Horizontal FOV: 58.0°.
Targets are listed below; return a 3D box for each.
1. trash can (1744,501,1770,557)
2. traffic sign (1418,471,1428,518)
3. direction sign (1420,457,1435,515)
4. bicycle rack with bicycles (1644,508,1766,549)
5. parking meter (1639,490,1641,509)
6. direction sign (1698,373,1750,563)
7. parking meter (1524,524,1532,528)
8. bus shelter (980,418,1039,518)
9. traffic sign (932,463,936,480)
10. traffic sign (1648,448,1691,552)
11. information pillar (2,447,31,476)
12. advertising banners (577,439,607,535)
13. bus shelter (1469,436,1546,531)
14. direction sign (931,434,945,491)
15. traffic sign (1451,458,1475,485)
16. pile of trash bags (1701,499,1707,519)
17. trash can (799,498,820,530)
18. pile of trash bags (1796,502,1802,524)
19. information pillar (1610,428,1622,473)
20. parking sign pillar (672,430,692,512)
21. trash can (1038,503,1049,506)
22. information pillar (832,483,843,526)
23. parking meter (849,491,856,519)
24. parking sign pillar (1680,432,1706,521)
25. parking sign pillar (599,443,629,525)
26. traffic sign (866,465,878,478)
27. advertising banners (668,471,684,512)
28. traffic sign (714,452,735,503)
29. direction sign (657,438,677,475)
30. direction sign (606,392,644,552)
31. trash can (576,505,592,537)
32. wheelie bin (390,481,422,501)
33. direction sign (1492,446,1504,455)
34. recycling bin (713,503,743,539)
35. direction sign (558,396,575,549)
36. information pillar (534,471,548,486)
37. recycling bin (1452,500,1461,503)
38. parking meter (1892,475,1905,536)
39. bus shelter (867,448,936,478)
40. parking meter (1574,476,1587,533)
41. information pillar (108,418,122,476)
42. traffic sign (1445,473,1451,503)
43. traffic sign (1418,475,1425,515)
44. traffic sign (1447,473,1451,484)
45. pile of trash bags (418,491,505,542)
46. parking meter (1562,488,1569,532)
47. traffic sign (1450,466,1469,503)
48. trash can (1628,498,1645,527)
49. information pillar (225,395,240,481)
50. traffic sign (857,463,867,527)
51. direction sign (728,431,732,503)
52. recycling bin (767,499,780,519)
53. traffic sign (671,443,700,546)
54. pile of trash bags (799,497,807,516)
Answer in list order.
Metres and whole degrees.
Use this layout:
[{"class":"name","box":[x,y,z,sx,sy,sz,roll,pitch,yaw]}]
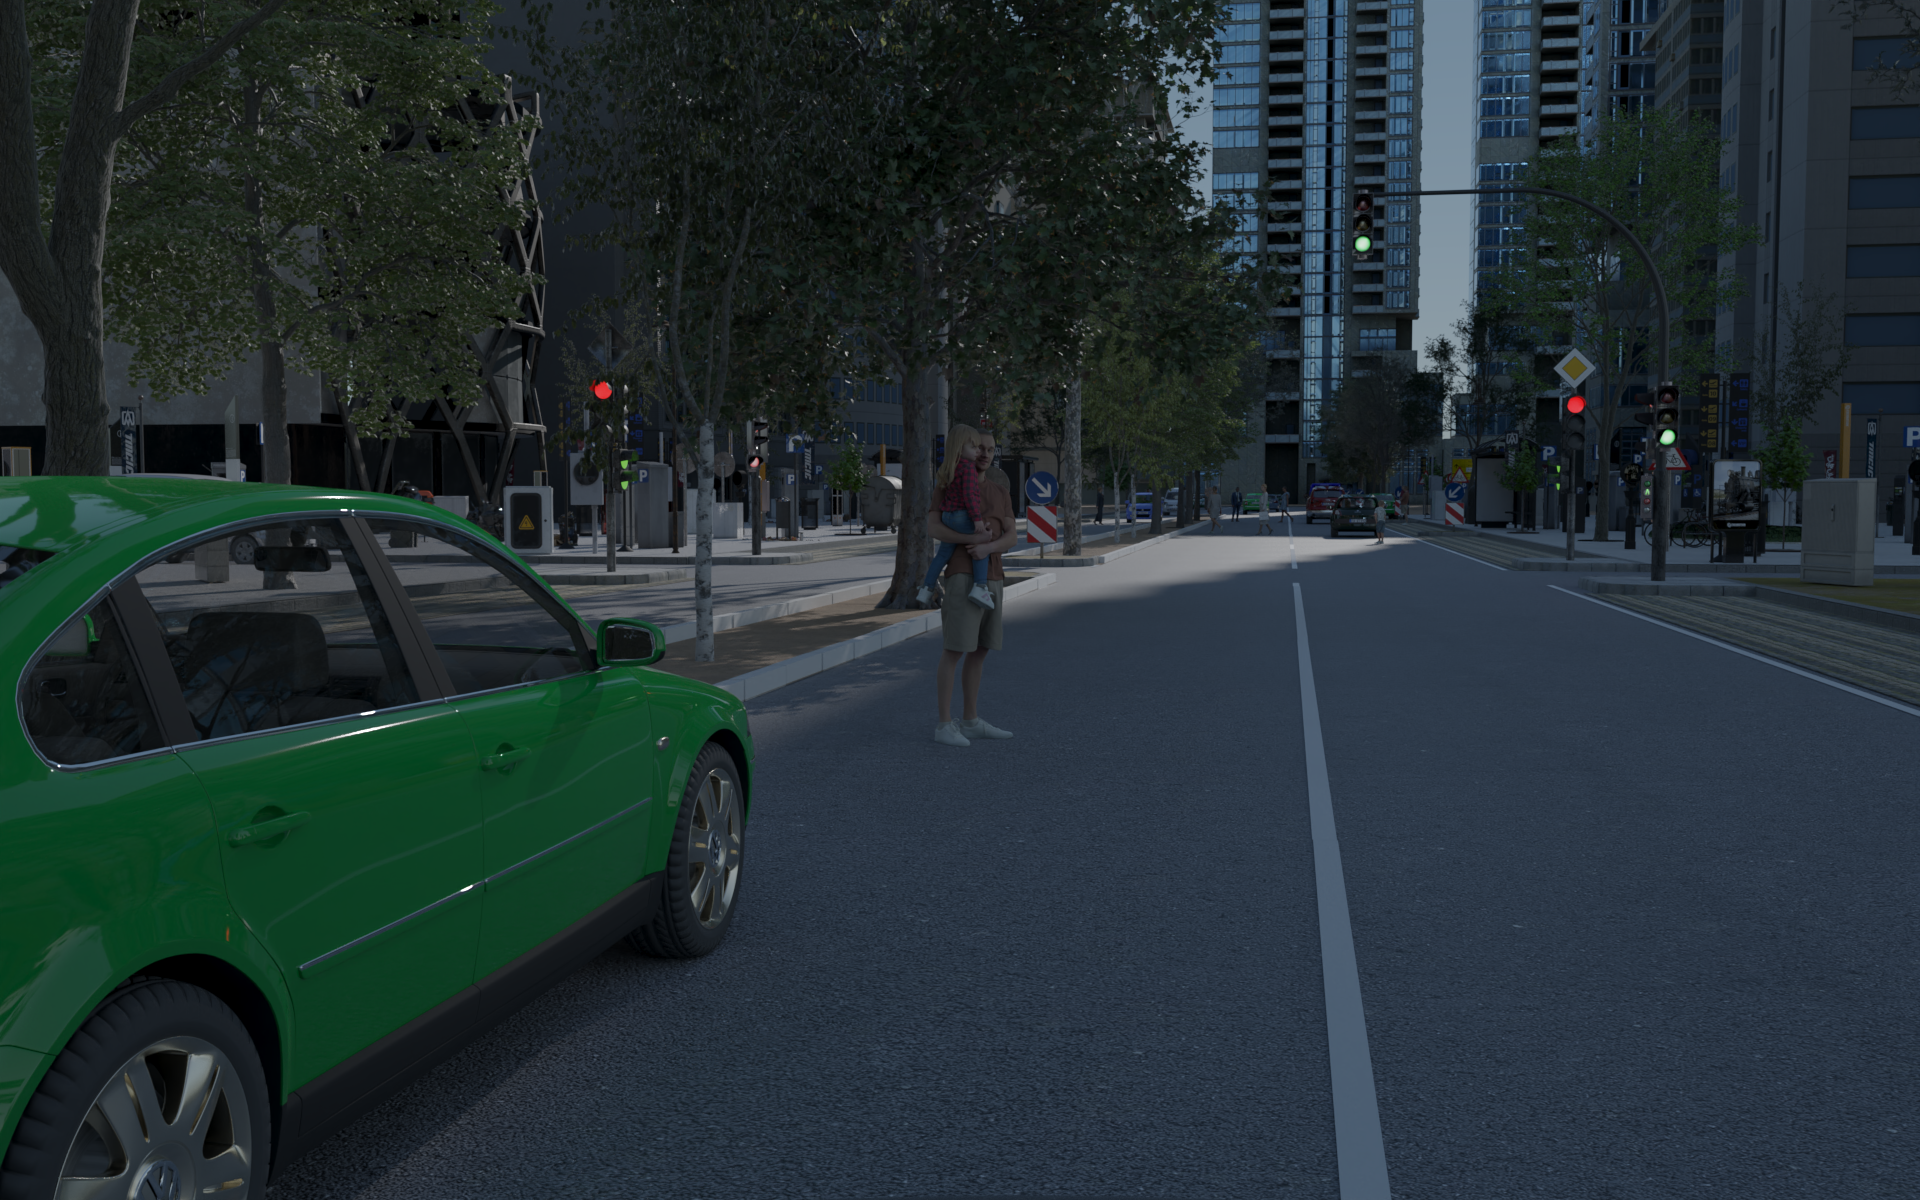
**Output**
[{"class":"trash can","box":[16.246,-1.467,35.632,0.748,1.137,0.748,0,3,0]},{"class":"traffic sign","box":[25.357,-5.769,94.335,0.884,2.594,0.081,1,4,11]},{"class":"direction sign","box":[28.557,-6.961,105.807,0.876,3.537,0.379,0,4,1]},{"class":"bicycle rack with bicycles","box":[18.053,-1.736,41.763,2.925,0.926,2.852,1,4,14]},{"class":"parking meter","box":[40.890,-5.831,103.750,0.372,1.533,0.369,0,3,0]},{"class":"direction sign","box":[14.315,-2.478,32.510,0.876,3.537,0.379,1,4,10]},{"class":"parking meter","box":[21.490,-3.659,65.533,0.255,1.863,0.399,-1,4,-14]},{"class":"bus shelter","box":[2.599,-7.136,94.302,2.179,5.291,8.768,1,4,11]},{"class":"traffic sign","box":[-1.290,-4.217,69.050,0.768,2.556,0.104,1,4,13]},{"class":"traffic sign","box":[15.759,-2.355,38.507,0.884,2.594,0.081,1,4,15]},{"class":"information pillar","box":[-14.789,-1.389,27.200,0.304,2.012,0.304,2,4,35]},{"class":"advertising banners","box":[-11.087,-3.579,54.708,2.074,3.025,0.090,1,4,8]},{"class":"bus shelter","box":[19.736,-4.209,62.739,2.014,3.302,5.546,1,4,11]},{"class":"direction sign","box":[-0.998,-4.521,65.917,0.876,3.537,0.379,1,4,19]},{"class":"traffic sign","box":[28.947,-6.365,97.946,2.265,3.308,0.079,1,4,13]},{"class":"pile of trash bags","box":[35.451,-4.326,80.483,3.447,1.369,1.912,-3,5,-42]},{"class":"trash can","box":[-5.373,-3.075,61.937,0.748,1.137,0.748,0,3,0]},{"class":"pile of trash bags","box":[35.468,-3.898,73.492,1.912,1.369,3.447,3,5,44]},{"class":"information pillar","box":[23.410,-4.312,61.857,0.183,3.616,0.504,-1,4,-22]},{"class":"parking sign pillar","box":[-11.764,-5.189,73.311,1.447,3.967,1.447,1,4,10]},{"class":"trash can","box":[4.614,-5.158,95.991,0.748,1.137,0.748,0,3,0]},{"class":"information pillar","box":[-4.868,-3.929,68.724,0.304,2.012,0.304,3,4,39]},{"class":"parking meter","box":[-5.474,-4.892,88.399,0.372,1.533,0.369,0,3,0]},{"class":"parking sign pillar","box":[31.582,-5.285,74.889,1.447,3.967,1.447,0,4,-4]},{"class":"parking sign pillar","box":[-14.452,-5.155,72.762,1.447,3.967,1.447,0,4,-4]},{"class":"traffic sign","box":[-3.925,-4.562,74.699,0.768,2.556,0.104,1,4,14]},{"class":"advertising banners","box":[-19.657,-7.318,115.835,2.074,3.025,0.090,-1,4,-16]},{"class":"traffic sign","box":[-7.125,-3.179,52.077,0.768,2.556,0.104,1,4,18]},{"class":"direction sign","box":[-11.781,-4.756,69.759,0.876,3.537,0.379,1,4,20]},{"class":"direction sign","box":[-7.463,-2.843,38.481,0.876,3.537,0.379,-1,4,-13]},{"class":"trash can","box":[-11.337,-2.500,52.533,0.748,1.137,0.748,0,3,0]},{"class":"wheelie bin","box":[-13.329,-2.060,41.587,0.693,1.594,0.980,0,4,1]},{"class":"direction sign","box":[25.259,-5.473,81.486,0.876,3.537,0.379,-2,4,-31]},{"class":"recycling bin","box":[-6.727,-2.305,50.247,0.722,1.027,0.722,1,4,9]},{"class":"direction sign","box":[-9.224,-2.967,40.507,0.379,3.537,0.876,-2,4,-31]},{"class":"information pillar","box":[-13.247,-3.075,54.761,0.304,2.012,0.304,2,4,31]},{"class":"recycling bin","box":[29.492,-5.480,102.152,0.722,1.027,0.722,2,4,34]},{"class":"parking meter","box":[28.810,-2.901,53.144,0.255,1.863,0.399,3,4,37]},{"class":"bus shelter","box":[-2.581,-5.191,78.789,2.014,3.302,5.546,1,4,11]},{"class":"parking meter","box":[20.297,-3.117,56.672,0.399,1.863,0.255,1,4,23]},{"class":"information pillar","box":[-24.879,-3.661,51.216,0.183,3.616,0.504,2,4,34]},{"class":"traffic sign","box":[29.684,-6.406,104.838,0.768,2.556,0.104,1,4,13]},{"class":"traffic sign","box":[28.635,-6.533,106.926,0.768,2.556,0.104,1,4,14]},{"class":"traffic sign","box":[28.593,-6.129,100.309,0.768,2.556,0.104,1,4,18]},{"class":"pile of trash bags","box":[-13.093,-2.273,46.921,3.447,1.369,1.912,-2,4,-25]},{"class":"parking meter","box":[20.362,-3.031,57.966,0.372,1.533,0.369,0,3,0]},{"class":"traffic sign","box":[23.380,-4.961,81.120,0.884,2.594,0.081,1,4,11]},{"class":"trash can","box":[26.305,-3.404,67.315,0.748,1.137,0.748,0,3,0]},{"class":"information pillar","box":[-17.234,-3.041,41.081,0.504,3.616,0.183,3,4,37]},{"class":"traffic sign","box":[-4.023,-4.178,68.414,0.768,2.556,0.104,1,4,17]},{"class":"direction sign","box":[-8.050,-4.206,60.757,0.379,3.537,0.876,0,4,0]},{"class":"recycling bin","box":[-9.643,-4.774,90.607,0.722,1.027,0.722,-2,4,-24]},{"class":"traffic sign","box":[-6.761,-2.600,42.618,0.768,2.556,0.104,1,4,13]},{"class":"pile of trash bags","box":[-10.422,-5.630,101.797,3.447,1.369,1.912,0,4,-1]}]
